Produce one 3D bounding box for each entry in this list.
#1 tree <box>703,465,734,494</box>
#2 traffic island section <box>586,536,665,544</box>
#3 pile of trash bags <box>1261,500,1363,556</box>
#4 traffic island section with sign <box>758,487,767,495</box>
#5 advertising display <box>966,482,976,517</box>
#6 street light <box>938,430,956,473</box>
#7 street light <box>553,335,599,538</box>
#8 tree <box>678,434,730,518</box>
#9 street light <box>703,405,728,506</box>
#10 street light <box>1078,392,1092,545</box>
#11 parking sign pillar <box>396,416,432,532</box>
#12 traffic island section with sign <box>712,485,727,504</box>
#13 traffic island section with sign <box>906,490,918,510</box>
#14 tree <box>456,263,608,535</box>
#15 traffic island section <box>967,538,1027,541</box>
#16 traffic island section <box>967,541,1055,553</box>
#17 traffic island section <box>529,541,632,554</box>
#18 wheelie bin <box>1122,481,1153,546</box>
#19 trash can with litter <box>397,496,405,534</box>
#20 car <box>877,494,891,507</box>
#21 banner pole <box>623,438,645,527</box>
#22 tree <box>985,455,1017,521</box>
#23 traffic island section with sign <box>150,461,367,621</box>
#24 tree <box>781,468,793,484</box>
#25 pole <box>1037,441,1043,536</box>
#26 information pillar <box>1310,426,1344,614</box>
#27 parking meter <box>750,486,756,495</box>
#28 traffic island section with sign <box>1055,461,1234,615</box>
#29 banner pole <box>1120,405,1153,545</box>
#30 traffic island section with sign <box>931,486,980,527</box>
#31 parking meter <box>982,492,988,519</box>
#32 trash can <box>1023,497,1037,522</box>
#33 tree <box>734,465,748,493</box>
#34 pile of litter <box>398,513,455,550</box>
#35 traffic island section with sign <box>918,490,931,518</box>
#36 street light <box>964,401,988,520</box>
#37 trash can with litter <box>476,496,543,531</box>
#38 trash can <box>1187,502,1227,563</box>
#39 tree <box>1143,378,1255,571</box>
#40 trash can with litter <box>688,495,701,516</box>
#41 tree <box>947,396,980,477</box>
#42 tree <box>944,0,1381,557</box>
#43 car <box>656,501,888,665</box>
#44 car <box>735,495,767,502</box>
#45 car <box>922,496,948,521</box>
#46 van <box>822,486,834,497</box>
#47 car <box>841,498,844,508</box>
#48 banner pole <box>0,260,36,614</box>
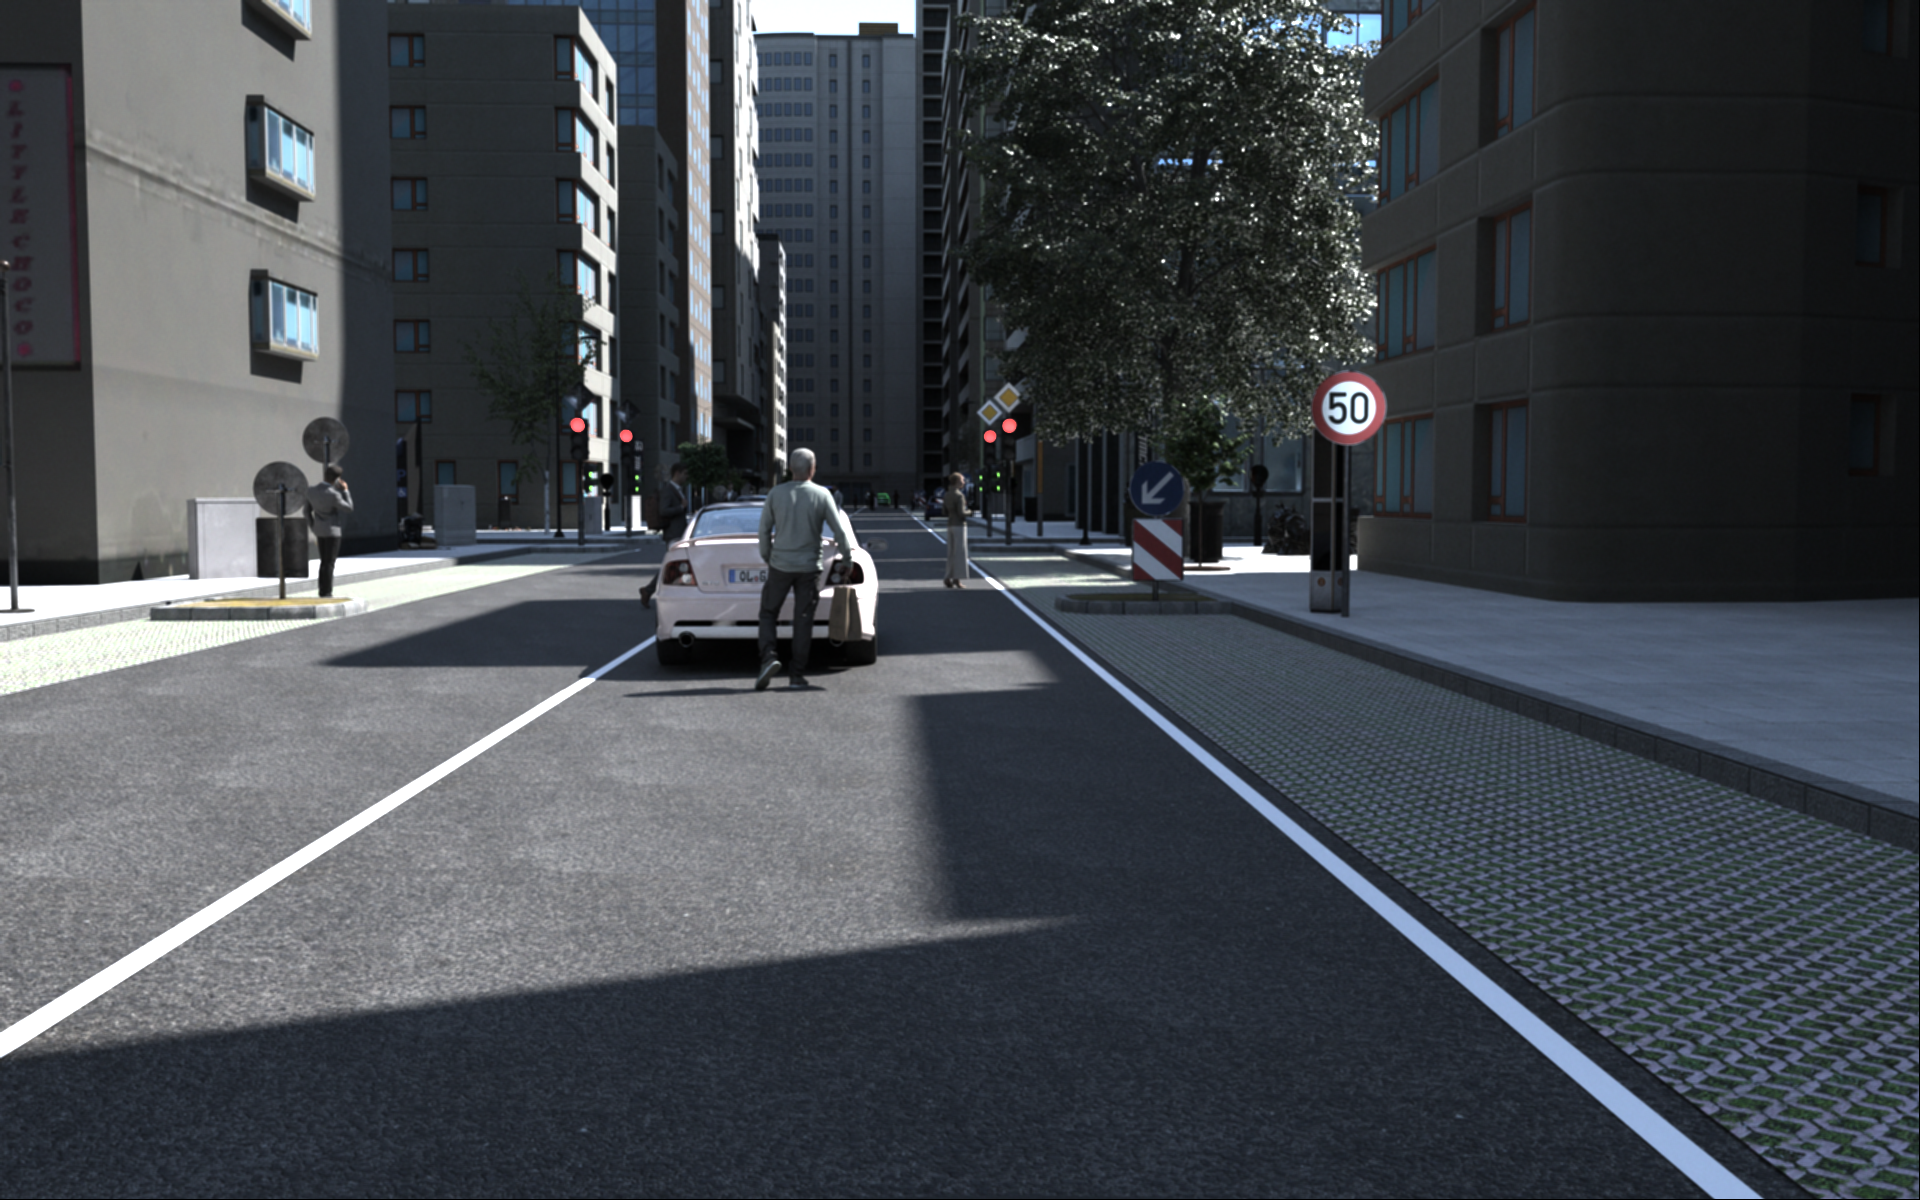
[{"bbox_3d":[-14.649,-6.681,103.827,1.663,3.219,1.824,0,3,0],"label":"tree"},{"bbox_3d":[-9.784,-1.762,51.084,2.009,0.180,2.903,0,4,-2],"label":"traffic island section"},{"bbox_3d":[7.538,-1.627,36.349,1.912,1.369,3.447,0,4,-1],"label":"pile of trash bags"},{"bbox_3d":[-11.716,-5.819,103.771,1.989,1.847,2.006,0,4,-2],"label":"traffic island section with sign"},{"bbox_3d":[0.595,-5.569,96.264,0.123,1.923,0.974,-2,4,-28],"label":"advertising display"},{"bbox_3d":[-0.885,-9.395,126.149,1.470,5.913,1.316,0,4,-2],"label":"street light"},{"bbox_3d":[-11.248,-4.785,50.778,1.470,5.913,1.316,0,4,-2],"label":"street light"},{"bbox_3d":[-13.980,-6.737,93.861,4.285,4.588,4.351,0,3,0],"label":"tree"},{"bbox_3d":[-12.817,-7.216,90.515,1.470,5.913,1.316,0,4,-2],"label":"street light"},{"bbox_3d":[2.623,-4.339,43.489,1.470,5.913,1.316,0,4,-2],"label":"street light"},{"bbox_3d":[-18.940,-4.346,59.529,1.447,3.967,1.447,0,4,5],"label":"parking sign pillar"},{"bbox_3d":[-10.546,-4.140,76.324,1.989,1.847,2.006,0,4,-2],"label":"traffic island section with sign"},{"bbox_3d":[-4.613,-10.503,180.356,1.989,1.847,2.006,0,4,-2],"label":"traffic island section with sign"},{"bbox_3d":[-13.298,-6.372,54.543,4.737,8.622,4.395,0,3,0],"label":"tree"},{"bbox_3d":[0.898,-1.789,51.534,2.009,0.180,2.903,0,4,-2],"label":"traffic island section"},{"bbox_3d":[1.239,-1.301,43.557,2.009,0.180,2.903,0,4,-2],"label":"traffic island section"},{"bbox_3d":[-9.443,-1.274,43.106,2.009,0.180,2.903,0,4,-2],"label":"traffic island section"},{"bbox_3d":[4.408,-2.112,42.437,0.980,1.594,0.693,2,4,26],"label":"wheelie bin"},{"bbox_3d":[-18.283,-2.747,55.978,1.678,1.210,2.233,-1,4,-20],"label":"trash can with litter"},{"bbox_3d":[-8.857,-11.501,196.841,1.959,1.807,4.718,0,4,-2],"label":"car"},{"bbox_3d":[-12.850,-4.784,68.238,0.863,3.779,0.401,-1,4,-10],"label":"banner pole"},{"bbox_3d":[1.631,-5.420,83.224,1.663,3.219,1.824,0,3,0],"label":"tree"},{"bbox_3d":[-8.148,-0.721,20.417,1.989,1.847,2.006,0,4,-2],"label":"traffic island section with sign"},{"bbox_3d":[-17.596,-12.307,184.930,4.285,4.588,4.351,0,3,0],"label":"tree"},{"bbox_3d":[2.425,-3.578,52.347,0.158,3.312,0.155,0,3,0],"label":"pole"},{"bbox_3d":[3.994,-0.869,18.707,0.304,2.012,0.304,-3,5,-45],"label":"information pillar"},{"bbox_3d":[-14.595,-7.113,122.004,0.399,1.863,0.255,2,4,26],"label":"parking meter"},{"bbox_3d":[2.202,-0.778,21.350,1.989,1.847,2.006,0,4,-2],"label":"traffic island section with sign"},{"bbox_3d":[4.505,-3.308,44.098,0.863,3.779,0.401,0,4,-1],"label":"banner pole"},{"bbox_3d":[-0.141,-4.127,76.111,1.989,1.847,2.006,0,4,-2],"label":"traffic island section with sign"},{"bbox_3d":[1.323,-4.983,89.875,0.372,1.533,0.369,0,3,0],"label":"parking meter"},{"bbox_3d":[3.283,-4.170,79.832,0.748,1.137,0.748,0,3,0],"label":"trash can"},{"bbox_3d":[-14.915,-7.297,113.899,1.663,3.219,1.824,0,3,0],"label":"tree"},{"bbox_3d":[-12.565,-1.591,39.985,1.719,0.858,1.176,0,4,-5],"label":"pile of litter"},{"bbox_3d":[-1.307,-5.775,103.041,1.989,1.847,2.006,0,4,-2],"label":"traffic island section with sign"},{"bbox_3d":[0.886,-6.978,86.630,1.470,5.913,1.316,0,4,-2],"label":"street light"},{"bbox_3d":[-15.715,-3.038,60.734,2.233,1.210,1.678,2,4,24],"label":"trash can with litter"},{"bbox_3d":[4.602,-1.265,32.333,0.748,1.137,0.748,0,3,0],"label":"trash can"},{"bbox_3d":[4.170,-2.108,29.062,1.663,3.219,1.824,0,3,0],"label":"tree"},{"bbox_3d":[-15.595,-5.469,100.483,2.233,1.210,1.678,0,4,-1],"label":"trash can with litter"},{"bbox_3d":[0.765,-10.986,129.979,4.360,8.622,3.978,0,3,0],"label":"tree"},{"bbox_3d":[4.359,-7.861,35.190,9.857,13.997,8.962,0,3,0],"label":"tree"},{"bbox_3d":[-1.698,-0.220,15.961,2.083,1.381,4.827,0,4,-3],"label":"car"},{"bbox_3d":[-6.360,-2.594,54.410,2.014,1.417,4.499,0,4,-3],"label":"car"},{"bbox_3d":[-1.034,-4.895,92.616,1.945,1.354,3.894,0,4,-2],"label":"car"},{"bbox_3d":[-10.465,-7.860,132.900,2.240,2.365,5.245,0,4,-4],"label":"van"},{"bbox_3d":[-11.242,-8.865,153.734,1.959,1.807,4.718,0,4,-4],"label":"car"},{"bbox_3d":[-10.246,-1.738,18.427,0.401,3.779,0.863,0,4,0],"label":"banner pole"}]
